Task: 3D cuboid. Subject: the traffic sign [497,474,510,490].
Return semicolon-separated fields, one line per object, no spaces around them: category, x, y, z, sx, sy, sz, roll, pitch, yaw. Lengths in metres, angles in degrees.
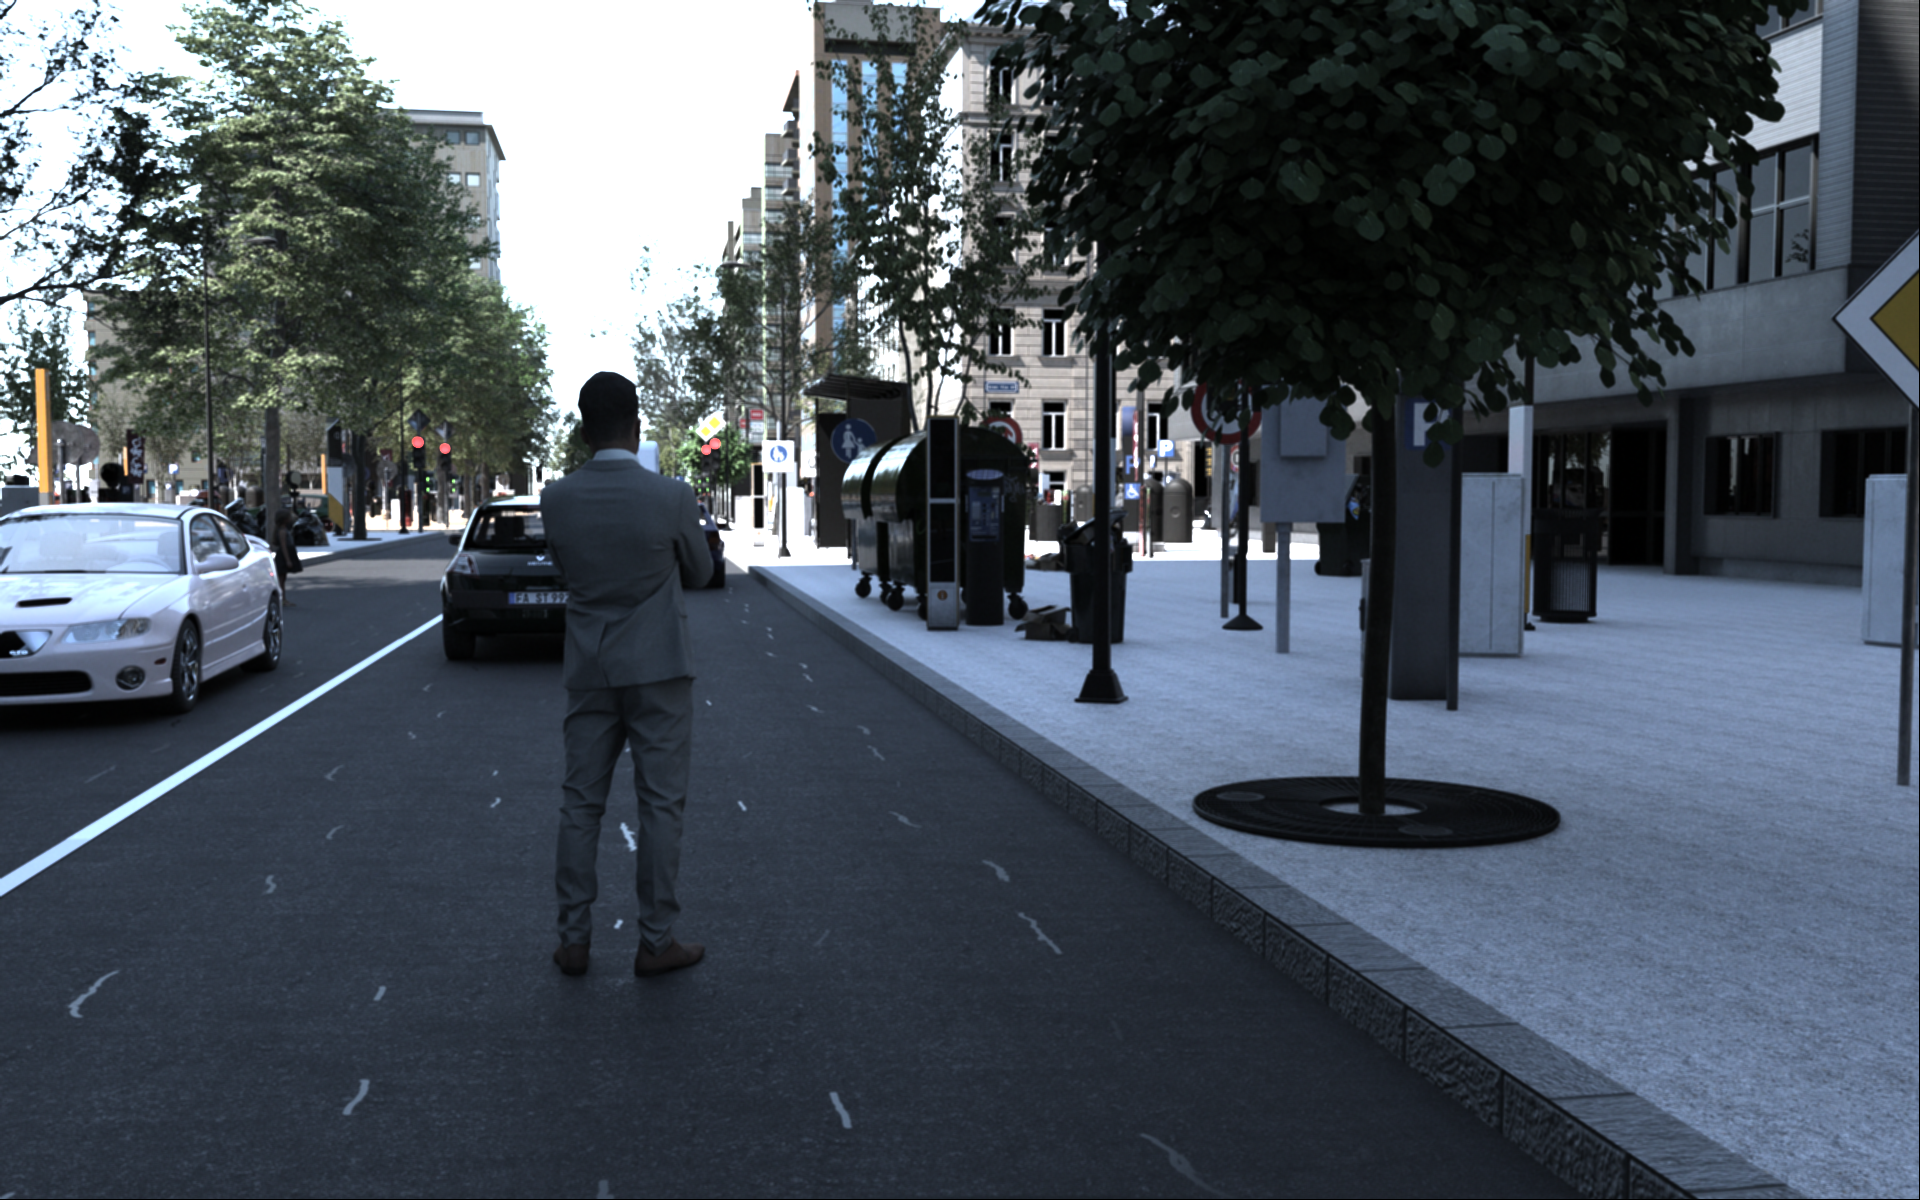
traffic sign;-28.254;-6.555;107.285;0.768;2.556;0.104;0;4;-6

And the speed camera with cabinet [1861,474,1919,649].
speed camera with cabinet;8.735;-1.251;14.789;2.038;3.252;0.660;-1;4;-20

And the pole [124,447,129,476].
pole;-36.334;-4.999;75.582;0.158;3.312;0.155;0;3;0

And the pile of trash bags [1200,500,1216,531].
pile of trash bags;9.314;-3.113;60.654;1.912;1.369;3.447;1;4;16

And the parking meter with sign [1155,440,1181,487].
parking meter with sign;6.920;-3.679;56.416;0.543;3.016;1.738;1;4;21

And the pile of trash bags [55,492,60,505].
pile of trash bags;-39.976;-4.051;75.994;1.912;1.369;3.447;-3;4;-38

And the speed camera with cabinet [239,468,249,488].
speed camera with cabinet;-48.740;-7.570;118.103;0.660;3.252;2.038;-2;4;-25

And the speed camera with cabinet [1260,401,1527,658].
speed camera with cabinet;3.457;-1.196;13.894;2.038;3.252;0.660;1;4;11

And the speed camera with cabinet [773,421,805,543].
speed camera with cabinet;-4.595;-3.196;46.591;0.660;3.252;2.038;-1;4;-13

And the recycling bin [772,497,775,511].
recycling bin;-13.971;-7.093;128.519;0.722;1.027;0.722;0;4;-4

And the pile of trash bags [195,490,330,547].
pile of trash bags;-17.018;-1.959;41.784;1.912;1.369;3.447;1;4;22

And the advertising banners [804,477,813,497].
advertising banners;-8.635;-6.238;98.173;0.090;3.025;2.074;1;4;17

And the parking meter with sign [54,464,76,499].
parking meter with sign;-45.628;-5.636;88.406;0.543;3.016;1.738;-3;5;-43

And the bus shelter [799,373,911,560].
bus shelter;-2.274;-2.795;36.974;1.731;3.624;6.357;-1;4;-10

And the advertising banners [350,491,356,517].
advertising banners;-34.805;-6.285;98.953;0.090;3.025;2.074;-2;4;-31

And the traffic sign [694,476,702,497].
traffic sign;-12.949;-5.299;86.748;0.768;2.556;0.104;0;4;-8

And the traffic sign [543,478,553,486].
traffic sign;-33.046;-8.495;139.002;0.768;2.556;0.104;0;4;-2

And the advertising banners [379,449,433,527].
advertising banners;-21.629;-4.368;67.608;2.074;3.025;0.090;-3;5;-40

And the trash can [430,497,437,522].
trash can;-23.953;-4.142;79.378;0.748;1.137;0.748;0;3;0

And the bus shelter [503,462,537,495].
bus shelter;-29.517;-8.415;115.221;2.179;5.291;8.768;-1;4;-10

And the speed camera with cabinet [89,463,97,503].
speed camera with cabinet;-55.355;-7.135;110.986;0.660;3.252;2.038;-1;4;-17

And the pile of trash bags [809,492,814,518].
pile of trash bags;-8.388;-5.237;95.384;1.912;1.369;3.447;0;4;7

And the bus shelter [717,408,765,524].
bus shelter;-9.793;-6.190;78.831;2.179;5.291;8.768;-1;4;-10

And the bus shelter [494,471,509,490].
bus shelter;-33.803;-8.281;129.317;2.014;3.302;5.546;-1;4;-10

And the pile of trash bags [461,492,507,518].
pile of trash bags;-25.668;-5.171;94.299;3.447;1.369;1.912;3;5;43

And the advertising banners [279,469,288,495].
advertising banners;-47.024;-7.597;120.397;0.090;3.025;2.074;0;4;-7

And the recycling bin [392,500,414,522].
recycling bin;-25.510;-4.082;79.291;0.722;1.027;0.722;2;4;32

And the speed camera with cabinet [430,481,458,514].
speed camera with cabinet;-33.150;-7.109;110.564;2.038;3.252;0.660;-2;4;-35

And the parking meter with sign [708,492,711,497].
parking meter with sign;-17.142;-7.381;116.939;1.738;3.016;0.543;3;5;42

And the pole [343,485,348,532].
pole;-20.410;-3.890;57.451;0.158;3.312;0.155;0;3;0

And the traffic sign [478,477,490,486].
traffic sign;-34.110;-7.587;124.149;0.768;2.556;0.104;-1;4;-10

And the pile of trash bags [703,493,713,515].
pile of trash bags;-16.374;-6.755;120.197;1.912;1.369;3.447;1;4;20

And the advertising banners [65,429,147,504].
advertising banners;-22.812;-3.065;46.300;2.074;3.025;0.090;-2;4;-28

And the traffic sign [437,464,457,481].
traffic sign;-20.280;-4.183;68.496;0.768;2.556;0.104;-1;4;-9

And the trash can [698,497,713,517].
trash can;-12.333;-4.424;83.979;0.748;1.137;0.748;0;3;0

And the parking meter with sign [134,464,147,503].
parking meter with sign;-47.936;-6.372;100.435;1.738;3.016;0.543;2;4;26

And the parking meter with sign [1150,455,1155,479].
parking meter with sign;9.498;-5.006;78.110;1.738;3.016;0.543;-1;4;-14

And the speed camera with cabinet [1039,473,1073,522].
speed camera with cabinet;4.008;-4.971;75.611;0.660;3.252;2.038;-3;5;-45

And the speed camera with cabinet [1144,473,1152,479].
speed camera with cabinet;7.881;-4.980;75.759;0.660;3.252;2.038;1;4;20

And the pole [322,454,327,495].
pole;-32.635;-5.816;88.935;0.158;3.312;0.155;0;3;0

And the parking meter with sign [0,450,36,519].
parking meter with sign;-37.617;-4.445;68.940;1.738;3.016;0.543;0;4;2

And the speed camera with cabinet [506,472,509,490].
speed camera with cabinet;-31.528;-7.732;120.759;0.660;3.252;2.038;0;4;-5

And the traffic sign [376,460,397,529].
traffic sign;-21.280;-3.925;64.283;0.768;2.556;0.104;0;4;-2

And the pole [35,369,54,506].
pole;-14.949;-2.108;28.316;0.158;3.312;0.155;0;3;0

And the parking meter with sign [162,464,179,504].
parking meter with sign;-46.005;-6.395;100.820;0.543;3.016;1.738;0;4;-8

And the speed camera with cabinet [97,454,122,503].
speed camera with cabinet;-40.727;-5.470;83.762;0.660;3.252;2.038;0;4;1

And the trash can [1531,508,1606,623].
trash can;6.079;-0.351;17.395;0.748;1.137;0.748;0;3;0

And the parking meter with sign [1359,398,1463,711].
parking meter with sign;2.918;-0.903;11.020;0.543;3.016;1.738;0;4;0

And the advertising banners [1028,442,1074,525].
advertising banners;3.020;-3.790;58.152;0.090;3.025;2.074;-3;5;-44

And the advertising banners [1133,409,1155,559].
advertising banners;3.714;-2.385;35.178;0.090;3.025;2.074;0;4;-5
